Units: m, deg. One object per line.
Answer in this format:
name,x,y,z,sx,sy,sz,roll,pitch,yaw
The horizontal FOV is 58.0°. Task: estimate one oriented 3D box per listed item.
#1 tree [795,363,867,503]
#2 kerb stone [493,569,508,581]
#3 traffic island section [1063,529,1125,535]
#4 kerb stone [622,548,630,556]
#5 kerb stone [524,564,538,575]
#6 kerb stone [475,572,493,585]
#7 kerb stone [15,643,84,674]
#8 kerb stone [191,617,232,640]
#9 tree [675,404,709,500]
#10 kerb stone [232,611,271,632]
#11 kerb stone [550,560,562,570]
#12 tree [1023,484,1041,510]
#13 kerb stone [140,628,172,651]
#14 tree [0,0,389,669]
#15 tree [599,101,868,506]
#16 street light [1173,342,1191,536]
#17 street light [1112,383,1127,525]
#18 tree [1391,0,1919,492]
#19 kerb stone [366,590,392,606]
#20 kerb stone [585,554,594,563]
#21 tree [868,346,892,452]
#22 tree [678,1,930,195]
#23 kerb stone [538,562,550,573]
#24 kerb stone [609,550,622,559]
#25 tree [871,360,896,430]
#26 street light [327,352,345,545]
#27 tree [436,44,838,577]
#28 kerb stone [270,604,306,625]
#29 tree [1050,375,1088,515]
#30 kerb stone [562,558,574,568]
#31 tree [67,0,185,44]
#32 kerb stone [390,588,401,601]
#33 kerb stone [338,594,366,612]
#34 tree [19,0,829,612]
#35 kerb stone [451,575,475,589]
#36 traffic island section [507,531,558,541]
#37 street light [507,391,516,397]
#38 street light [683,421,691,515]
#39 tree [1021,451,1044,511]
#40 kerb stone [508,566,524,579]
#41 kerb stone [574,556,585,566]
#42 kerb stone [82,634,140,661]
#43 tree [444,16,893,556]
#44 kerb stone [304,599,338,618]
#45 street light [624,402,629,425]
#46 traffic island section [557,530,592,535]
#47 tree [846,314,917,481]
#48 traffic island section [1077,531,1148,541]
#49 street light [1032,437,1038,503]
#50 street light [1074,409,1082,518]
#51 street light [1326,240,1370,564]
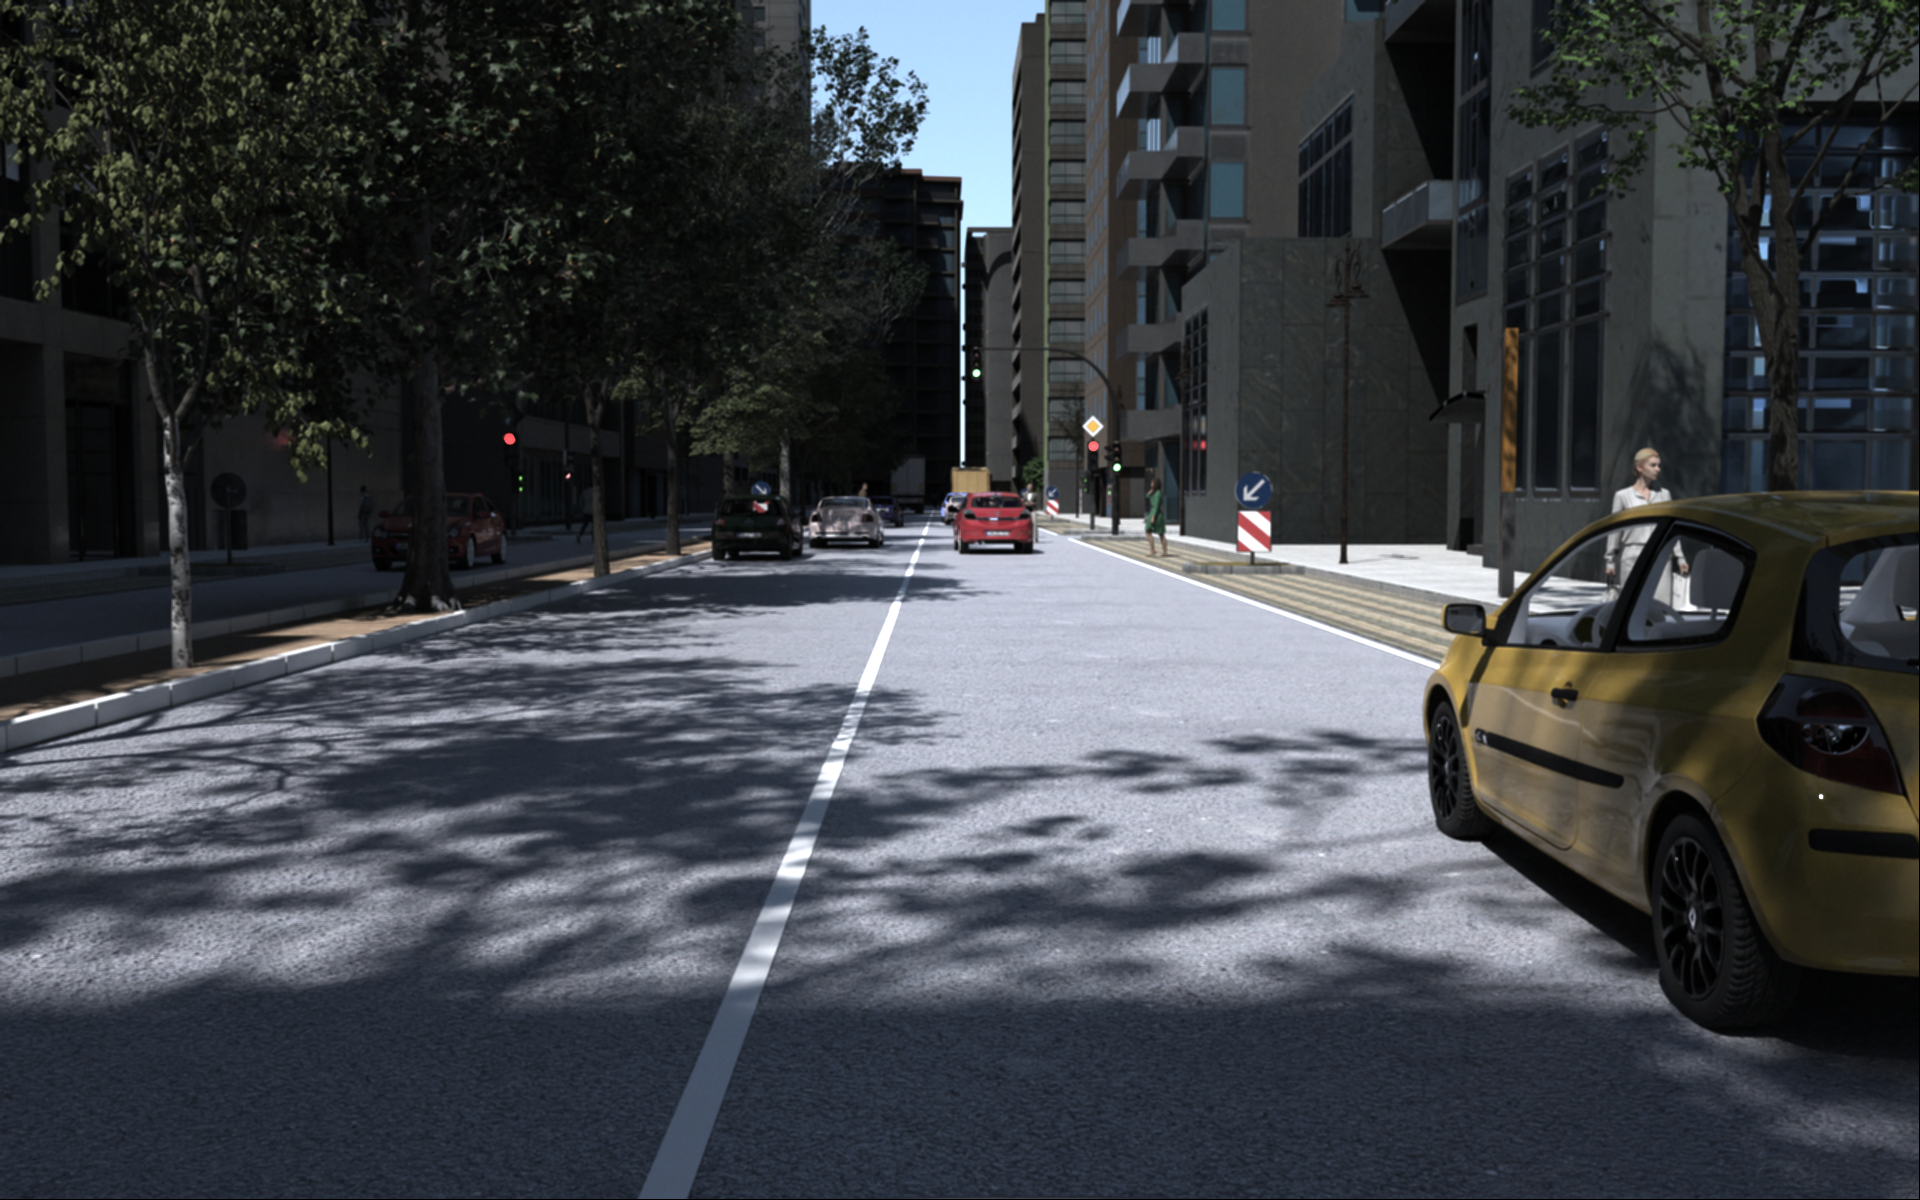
tree,-7.253,-8.850,97.519,4.737,8.622,4.395,0,3,0
kerb stone,-7.674,-0.388,28.545,0.120,0.150,1.000,0,4,-1
traffic island section,4.761,-2.428,61.986,2.009,0.180,2.903,0,4,-1
kerb stone,-7.804,-1.071,39.837,0.120,0.150,1.000,0,4,-1
kerb stone,-7.685,-0.514,30.599,0.120,0.150,1.000,0,4,-1
kerb stone,-7.651,-0.326,27.523,0.120,0.150,1.000,0,4,-1
kerb stone,-7.498,0.492,14.164,0.120,0.150,1.000,0,4,-1
kerb stone,-7.534,0.303,17.241,0.120,0.150,1.000,0,4,-1
tree,-17.653,-9.690,108.797,4.737,8.622,4.395,0,3,0
kerb stone,-7.547,0.244,18.263,0.120,0.150,1.000,0,4,-1
kerb stone,-7.718,-0.639,32.646,0.120,0.150,1.000,0,4,-1
tree,5.815,-8.922,140.481,1.663,3.219,1.824,0,3,0
kerb stone,-7.515,0.371,16.212,0.120,0.150,1.000,0,4,-1
tree,-6.327,-3.723,13.695,4.737,8.622,4.395,0,3,0
tree,-6.805,-7.928,50.201,7.486,12.596,7.792,0,3,0
street light,6.819,-4.903,52.948,0.468,5.910,1.993,0,4,-1
street light,6.645,-6.094,72.423,0.468,5.910,1.993,0,4,-1
tree,7.424,-5.503,15.725,9.928,11.665,9.643,0,3,0
kerb stone,-7.597,-0.003,22.380,0.120,0.150,1.000,0,4,-1
kerb stone,-7.749,-0.827,35.722,0.120,0.150,1.000,0,4,-1
tree,-7.476,-10.426,91.044,7.486,12.596,7.792,0,3,0
tree,-7.893,-12.714,66.228,12.611,20.169,13.585,0,3,0
kerb stone,-7.702,-0.576,31.624,0.120,0.150,1.000,0,4,-1
kerb stone,-7.783,-1.016,38.811,0.120,0.150,1.000,0,4,-1
tree,-7.020,-8.644,78.195,8.767,10.594,7.601,0,4,-1
street light,-15.739,-4.304,43.165,0.468,5.910,1.993,0,4,-1
tree,-6.145,-5.687,29.860,8.767,10.594,7.601,0,4,-1
kerb stone,-7.564,0.181,19.300,0.120,0.150,1.000,0,4,-1
tree,7.741,-9.598,107.294,4.360,8.622,3.978,0,3,0
kerb stone,-7.720,-0.702,33.668,0.120,0.150,1.000,0,4,-1
tree,-6.180,-4.282,6.885,8.767,10.594,7.601,0,4,-1
kerb stone,-7.604,-0.074,23.410,0.120,0.150,1.000,0,4,-1
kerb stone,-7.585,0.052,21.349,0.120,0.150,1.000,0,4,-1
tree,-6.548,-6.215,21.078,9.611,12.733,9.660,0,3,0
kerb stone,-7.646,-0.263,26.491,0.120,0.150,1.000,0,4,-1
traffic island section,-13.887,-1.927,53.790,2.009,0.180,2.903,0,4,-1
street light,-15.893,-5.454,61.953,0.468,5.910,1.993,0,4,-1
street light,-16.467,-8.065,104.645,0.468,5.910,1.993,0,4,-1
tree,6.284,-8.997,130.820,4.285,4.588,4.351,0,3,0
kerb stone,-7.675,-0.448,29.575,0.120,0.150,1.000,0,4,-1
kerb stone,-7.733,-0.765,34.699,0.120,0.150,1.000,0,4,-1
kerb stone,-7.509,0.429,15.189,0.120,0.150,1.000,0,4,-1
tree,-6.624,-7.757,39.652,12.009,13.543,11.850,0,3,0
kerb stone,-7.569,0.115,20.323,0.120,0.150,1.000,0,4,-1
street light,-16.279,-6.773,83.526,0.468,5.910,1.993,0,4,-1
traffic island section,-13.979,-2.416,61.775,2.009,0.180,2.903,0,4,-1
tree,-7.423,-11.377,105.486,9.611,12.733,9.660,0,3,0
traffic island section,4.853,-1.940,54.002,2.009,0.180,2.903,0,4,-1
street light,5.968,-10.020,136.622,0.468,5.910,1.993,0,4,-1
street light,6.365,-7.401,93.793,0.468,5.910,1.993,0,4,-1
street light,7.090,-3.611,31.830,0.468,5.910,1.993,0,4,-1
